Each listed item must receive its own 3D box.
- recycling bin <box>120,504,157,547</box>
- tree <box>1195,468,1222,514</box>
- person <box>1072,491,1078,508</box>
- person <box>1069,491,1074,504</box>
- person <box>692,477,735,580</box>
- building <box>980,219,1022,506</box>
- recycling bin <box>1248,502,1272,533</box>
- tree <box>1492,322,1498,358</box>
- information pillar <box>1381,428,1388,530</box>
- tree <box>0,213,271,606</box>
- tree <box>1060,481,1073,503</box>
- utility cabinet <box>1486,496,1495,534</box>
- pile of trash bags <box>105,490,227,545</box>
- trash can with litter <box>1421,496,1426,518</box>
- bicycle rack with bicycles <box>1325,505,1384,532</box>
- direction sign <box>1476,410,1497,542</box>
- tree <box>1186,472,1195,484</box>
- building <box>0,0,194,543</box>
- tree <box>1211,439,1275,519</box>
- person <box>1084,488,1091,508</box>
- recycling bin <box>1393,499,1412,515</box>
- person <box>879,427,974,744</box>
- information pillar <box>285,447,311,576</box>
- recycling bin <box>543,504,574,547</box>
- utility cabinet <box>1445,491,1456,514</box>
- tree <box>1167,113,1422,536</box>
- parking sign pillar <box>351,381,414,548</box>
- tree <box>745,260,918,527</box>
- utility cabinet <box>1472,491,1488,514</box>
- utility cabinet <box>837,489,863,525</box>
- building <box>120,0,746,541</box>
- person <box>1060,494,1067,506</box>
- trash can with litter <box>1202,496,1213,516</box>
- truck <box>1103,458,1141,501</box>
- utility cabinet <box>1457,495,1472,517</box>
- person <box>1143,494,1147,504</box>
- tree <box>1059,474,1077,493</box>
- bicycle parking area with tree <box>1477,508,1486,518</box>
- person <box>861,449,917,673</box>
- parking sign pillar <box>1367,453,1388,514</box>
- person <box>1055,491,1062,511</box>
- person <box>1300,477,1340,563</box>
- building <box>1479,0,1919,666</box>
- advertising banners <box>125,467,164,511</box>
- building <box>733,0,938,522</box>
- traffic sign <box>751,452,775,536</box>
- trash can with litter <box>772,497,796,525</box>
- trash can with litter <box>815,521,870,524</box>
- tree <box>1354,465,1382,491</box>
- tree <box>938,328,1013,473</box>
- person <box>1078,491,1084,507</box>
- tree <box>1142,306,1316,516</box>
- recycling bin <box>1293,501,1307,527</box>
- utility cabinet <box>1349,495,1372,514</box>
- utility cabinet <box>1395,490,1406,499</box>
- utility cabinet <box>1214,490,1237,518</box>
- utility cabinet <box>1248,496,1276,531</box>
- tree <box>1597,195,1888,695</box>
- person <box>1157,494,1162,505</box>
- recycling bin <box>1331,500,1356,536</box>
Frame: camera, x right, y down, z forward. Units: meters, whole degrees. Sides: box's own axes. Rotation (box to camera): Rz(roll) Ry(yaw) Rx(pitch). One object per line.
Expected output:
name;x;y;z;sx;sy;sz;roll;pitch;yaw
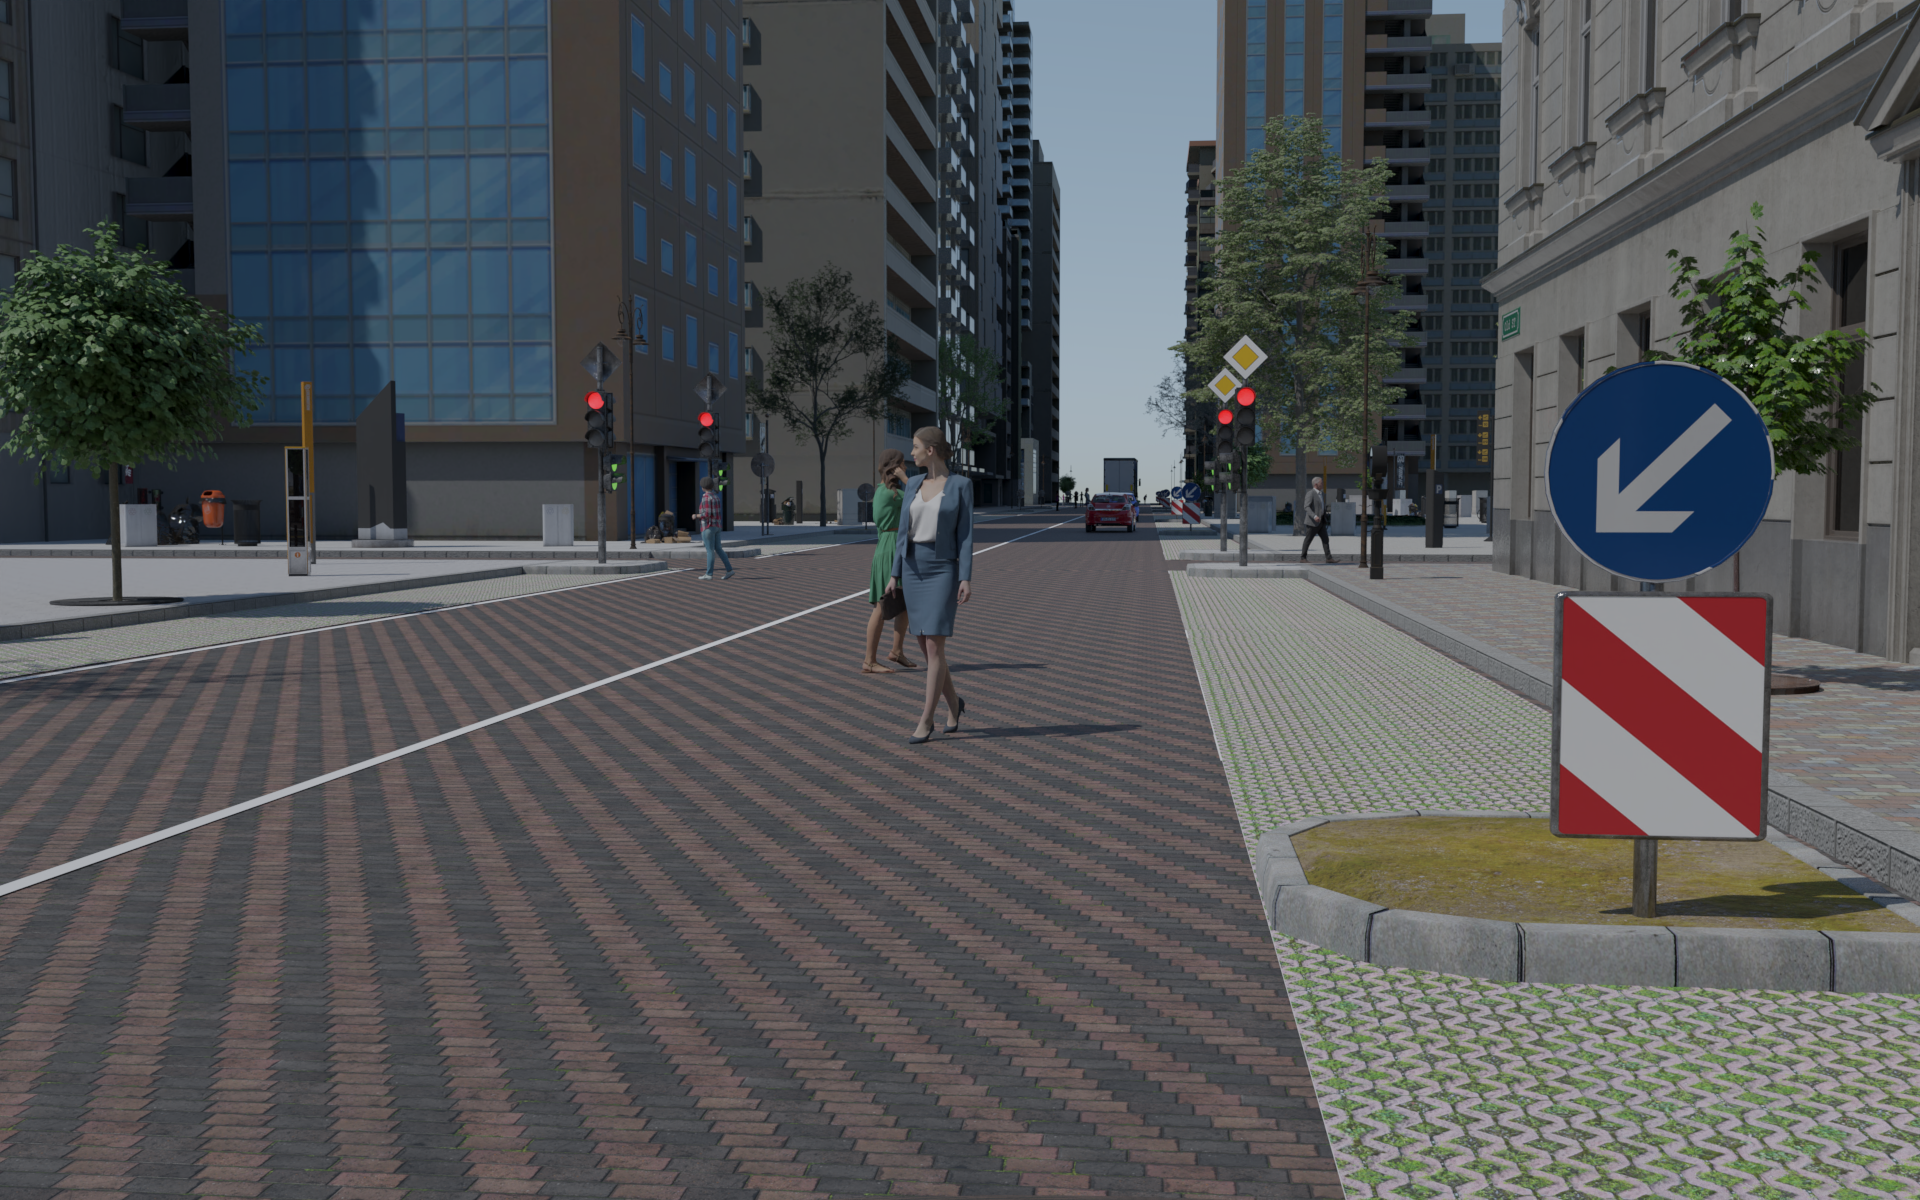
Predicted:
recycling bin;-20.073;-1.821;42.319;0.722;1.027;0.722;-2;4;-34
tree;16.416;-7.169;111.811;1.663;3.219;1.824;0;3;0
person;11.507;-10.045;173.251;0.721;1.766;1.217;-2;4;-26
person;14.369;-13.306;226.051;1.348;1.824;0.705;1;4;12
person;-4.144;-1.206;29.052;0.643;1.720;0.563;1;4;17
building;-1.027;-25.054;181.339;14.160;30.474;14.107;0;4;6
recycling bin;9.937;-2.748;57.477;0.722;1.027;0.722;1;4;20
tree;20.569;-6.746;60.655;4.737;8.622;4.395;0;3;0
information pillar;15.178;-4.317;61.934;0.183;3.616;0.504;0;4;3
tree;-10.052;-2.242;20.365;4.285;4.588;4.351;0;3;0
tree;15.603;-16.069;257.333;1.663;3.219;1.824;0;3;0
utility cabinet;17.633;-2.768;56.416;1.020;1.237;0.306;-2;4;-25
pile of trash bags;-19.928;-2.089;43.900;3.447;1.369;1.912;2;4;24
trash can with litter;20.976;-4.175;79.326;2.233;1.210;1.678;-2;4;-32
bicycle rack with bicycles;12.872;-2.769;58.660;2.925;0.926;2.852;-3;5;-39
direction sign;14.359;-3.348;46.739;0.876;3.537;0.379;3;4;38
tree;17.439;-8.144;127.755;1.663;3.219;1.824;0;3;0
building;-31.179;-22.378;49.474;14.086;41.232;14.154;0;4;6
tree;14.641;-6.483;89.710;4.285;4.588;4.351;0;3;0
person;7.059;-5.251;94.622;0.573;1.790;0.520;-1;4;-21
recycling bin;22.576;-4.638;88.383;0.722;1.027;0.722;-1;4;-16
person;-0.119;-0.100;10.151;0.581;1.822;0.654;3;5;44
information pillar;-10.336;-1.380;27.050;0.304;2.012;0.304;-1;4;-11
recycling bin;-9.884;-1.839;42.629;0.722;1.027;0.722;-1;4;-11
utility cabinet;31.058;-6.178;109.693;0.318;1.500;1.173;3;4;36
tree;10.148;-8.231;52.706;7.486;12.596;7.792;0;3;0
parking sign pillar;-13.927;-3.255;41.687;1.447;3.967;1.447;2;4;33
tree;-5.192;-8.182;68.185;8.767;10.594;7.601;2;4;32
utility cabinet;32.320;-6.058;107.726;1.173;1.500;0.318;-3;4;-38
utility cabinet;-4.481;-3.774;70.377;0.318;1.500;1.173;3;5;40
building;-15.095;-24.637;52.931;14.600;45.320;14.200;0;4;6
person;11.986;-11.503;199.798;0.991;1.433;0.599;-2;4;-32
trash can with litter;14.159;-5.360;99.030;0.624;1.170;1.055;0;4;8
truck;12.969;-9.173;138.893;2.839;4.237;11.283;0;4;7
utility cabinet;27.869;-5.172;95.726;1.020;1.237;0.306;-3;5;-39
person;25.630;-13.928;239.458;0.421;1.427;0.697;-1;4;-22
tree;16.463;-17.400;268.202;4.285;4.588;4.351;0;3;0
bicycle parking area with tree;28.478;-5.738;80.822;9.016;4.147;8.231;2;4;24
person;-0.565;-0.319;13.957;0.529;1.795;0.600;-2;4;-26
parking sign pillar;24.647;-6.982;102.635;1.447;3.967;1.447;1;4;22
person;8.389;-8.465;147.586;0.721;1.739;1.217;-2;4;-25
person;7.343;-1.619;35.362;0.834;1.777;0.661;3;4;36
building;14.441;-14.039;5.952;17.030;29.872;44.131;0;4;6
advertising banners;-21.899;-3.072;46.410;0.090;3.025;2.074;0;4;2
building;-12.970;-28.553;90.541;21.300;48.544;21.600;0;4;6
traffic sign;-6.043;-3.237;53.029;0.768;2.556;0.104;1;4;10
trash can with litter;-7.282;-3.665;71.312;1.055;1.170;0.624;2;4;30
trash can with litter;-5.099;-3.871;74.348;2.233;1.210;1.678;1;4;16
tree;21.798;-5.899;91.044;1.663;3.219;1.824;0;3;0
tree;-0.580;-11.040;106.267;9.928;11.665;9.643;0;3;0
person;13.286;-11.026;189.501;1.217;1.735;0.721;-1;4;-13
tree;16.096;-11.742;102.357;12.009;13.543;11.850;0;3;0
recycling bin;13.357;-3.353;67.377;0.722;1.027;0.722;1;4;13
utility cabinet;18.229;-4.138;78.813;1.020;1.237;0.306;1;4;13
utility cabinet;25.071;-5.507;98.716;0.318;1.500;1.173;2;4;29
utility cabinet;14.191;-5.129;92.532;1.173;1.500;0.318;2;4;24
utility cabinet;10.597;-3.040;60.864;1.020;1.237;0.306;3;5;40
tree;5.146;-1.022;11.319;1.663;3.219;1.824;0;3;0
person;25.137;-12.700;216.698;0.990;1.755;0.434;2;4;34
recycling bin;11.916;-2.525;53.837;0.722;1.027;0.722;1;4;16
